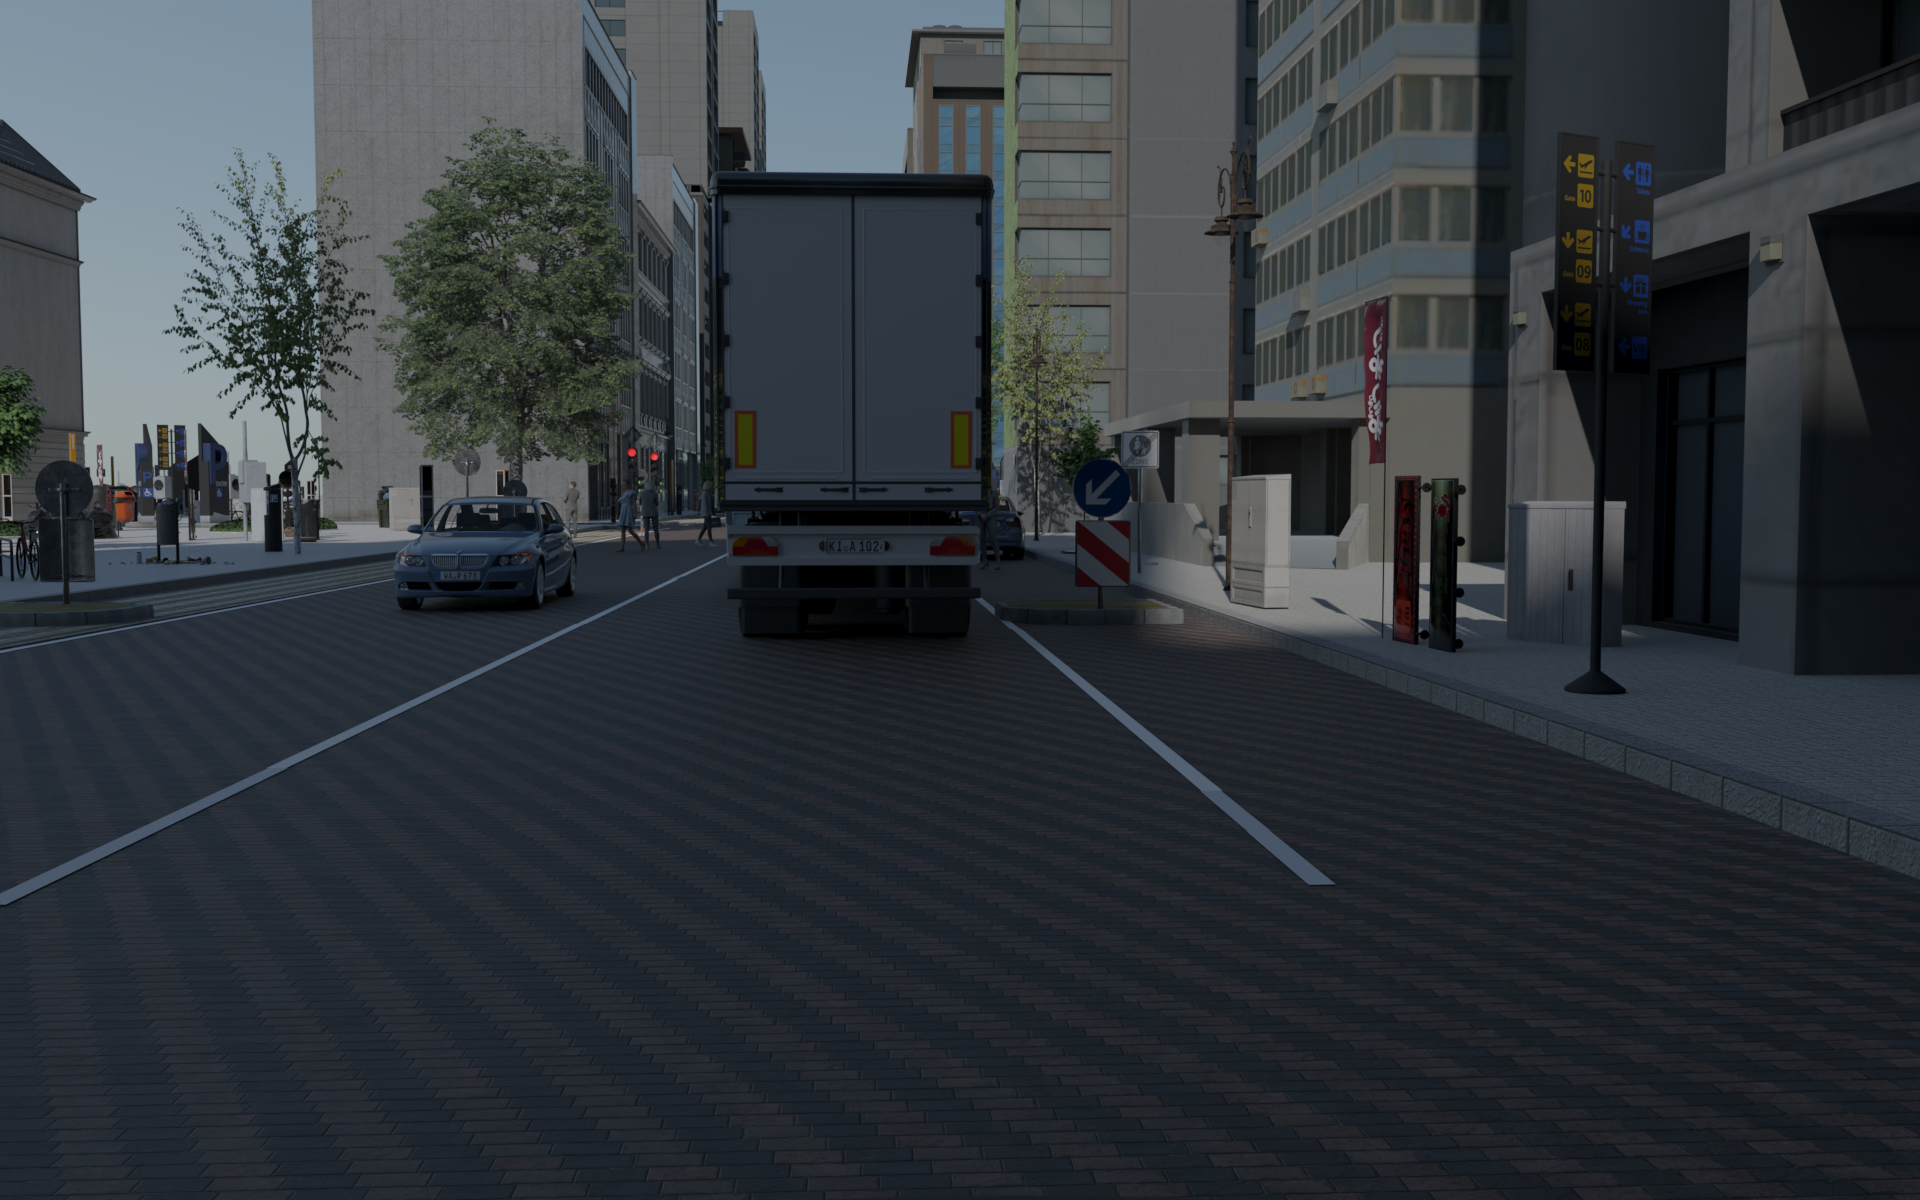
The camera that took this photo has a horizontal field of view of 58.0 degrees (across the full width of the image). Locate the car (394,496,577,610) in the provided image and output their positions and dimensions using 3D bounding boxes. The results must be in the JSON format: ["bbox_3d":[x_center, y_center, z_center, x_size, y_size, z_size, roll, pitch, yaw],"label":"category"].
[{"bbox_3d":[-6.207,-0.676,23.063,2.014,1.417,4.499,0,4,-4],"label":"car"}]

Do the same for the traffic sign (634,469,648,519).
[{"bbox_3d":[-16.163,-5.353,87.628,0.768,2.556,0.104,0,4,-2],"label":"traffic sign"}]

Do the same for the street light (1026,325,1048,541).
[{"bbox_3d":[2.098,-4.565,47.420,0.468,5.910,1.993,0,4,-3],"label":"street light"}]

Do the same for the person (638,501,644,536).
[{"bbox_3d":[-10.849,-2.813,59.175,0.352,1.250,0.332,1,4,22],"label":"person"}]

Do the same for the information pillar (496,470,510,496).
[{"bbox_3d":[-13.926,-2.954,52.783,0.304,2.012,0.304,1,4,16],"label":"information pillar"}]

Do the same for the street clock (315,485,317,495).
[{"bbox_3d":[-53.315,-8.471,143.067,0.358,2.002,0.471,0,4,6],"label":"street clock"}]

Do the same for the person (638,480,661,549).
[{"bbox_3d":[-8.145,-2.246,45.408,0.537,1.800,0.526,0,4,7],"label":"person"}]

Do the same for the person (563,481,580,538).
[{"bbox_3d":[-12.630,-2.920,56.044,0.447,1.846,0.655,3,5,43],"label":"person"}]

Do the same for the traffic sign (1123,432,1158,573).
[{"bbox_3d":[2.908,-1.585,28.046,0.606,2.300,0.079,0,4,-2],"label":"traffic sign"}]

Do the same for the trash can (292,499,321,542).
[{"bbox_3d":[-17.378,-2.107,46.095,0.748,1.137,0.748,0,3,0],"label":"trash can"}]

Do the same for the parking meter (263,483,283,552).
[{"bbox_3d":[-15.294,-1.844,38.554,0.372,1.533,0.369,0,3,0],"label":"parking meter"}]

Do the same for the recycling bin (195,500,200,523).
[{"bbox_3d":[-30.418,-3.517,70.058,0.722,1.027,0.722,1,4,9],"label":"recycling bin"}]

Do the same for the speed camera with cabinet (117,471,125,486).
[{"bbox_3d":[-70.444,-9.256,145.671,0.660,3.252,2.038,-2,4,-33],"label":"speed camera with cabinet"}]

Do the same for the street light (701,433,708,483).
[{"bbox_3d":[-18.988,-9.526,128.535,0.468,5.910,1.993,0,4,-3],"label":"street light"}]

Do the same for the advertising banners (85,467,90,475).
[{"bbox_3d":[-55.594,-7.077,111.900,2.074,3.025,0.090,-1,4,-17],"label":"advertising banners"}]

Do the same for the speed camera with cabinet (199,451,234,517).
[{"bbox_3d":[-34.047,-5.221,79.705,0.660,3.252,2.038,1,4,22],"label":"speed camera with cabinet"}]

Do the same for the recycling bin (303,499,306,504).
[{"bbox_3d":[-37.332,-5.260,98.551,0.722,1.027,0.722,0,4,3],"label":"recycling bin"}]

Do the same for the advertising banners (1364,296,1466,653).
[{"bbox_3d":[3.849,-1.141,14.842,0.090,3.025,2.074,-1,4,-8],"label":"advertising banners"}]

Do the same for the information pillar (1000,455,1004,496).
[{"bbox_3d":[2.529,-6.825,102.938,0.183,3.616,0.504,2,4,26],"label":"information pillar"}]

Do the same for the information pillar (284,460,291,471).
[{"bbox_3d":[-44.435,-7.541,114.651,0.504,3.616,0.183,-3,4,-36],"label":"information pillar"}]

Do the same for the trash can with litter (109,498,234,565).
[{"bbox_3d":[-14.369,-1.269,31.810,2.233,1.210,1.678,2,4,26],"label":"trash can with litter"}]

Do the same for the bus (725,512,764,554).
[{"bbox_3d":[-2.647,-2.343,33.166,2.948,3.499,13.247,0,4,-3],"label":"bus"}]

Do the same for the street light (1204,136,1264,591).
[{"bbox_3d":[3.586,-3.063,22.869,0.468,5.910,1.993,0,4,-3],"label":"street light"}]

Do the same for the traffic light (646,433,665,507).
[{"bbox_3d":[-13.911,-5.521,79.189,0.839,4.253,0.868,0,4,-3],"label":"traffic light"}]

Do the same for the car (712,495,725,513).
[{"bbox_3d":[-15.951,-6.333,115.548,2.014,1.417,4.499,0,4,-5],"label":"car"}]

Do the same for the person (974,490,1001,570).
[{"bbox_3d":[0.511,-1.479,32.963,0.520,1.790,0.573,0,4,-1],"label":"person"}]

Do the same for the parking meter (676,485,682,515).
[{"bbox_3d":[-17.211,-6.140,106.097,0.255,1.863,0.399,-2,4,-26],"label":"parking meter"}]

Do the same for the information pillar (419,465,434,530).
[{"bbox_3d":[-13.360,-2.380,43.402,0.304,2.012,0.304,-2,4,-25],"label":"information pillar"}]

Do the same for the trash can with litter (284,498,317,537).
[{"bbox_3d":[-19.649,-2.457,51.554,1.055,1.170,0.624,-1,4,-16],"label":"trash can with litter"}]

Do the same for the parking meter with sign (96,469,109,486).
[{"bbox_3d":[-59.493,-7.597,120.469,0.543,3.016,1.738,-1,4,-12],"label":"parking meter with sign"}]

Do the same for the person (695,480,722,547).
[{"bbox_3d":[-6.887,-2.365,47.350,0.728,1.800,0.709,1,4,14],"label":"person"}]

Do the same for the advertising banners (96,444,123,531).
[{"bbox_3d":[-29.839,-3.948,60.736,2.074,3.025,0.090,3,5,44],"label":"advertising banners"}]

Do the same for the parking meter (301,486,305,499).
[{"bbox_3d":[-50.115,-7.712,131.796,0.399,1.863,0.255,1,4,10],"label":"parking meter"}]

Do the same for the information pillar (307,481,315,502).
[{"bbox_3d":[-35.279,-5.484,94.154,0.304,2.012,0.304,1,4,19],"label":"information pillar"}]

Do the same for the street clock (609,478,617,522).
[{"bbox_3d":[-15.666,-4.505,78.222,0.358,2.002,0.471,-1,4,-17],"label":"street clock"}]

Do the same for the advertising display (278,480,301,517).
[{"bbox_3d":[-30.634,-4.523,79.168,0.974,1.923,0.123,0,4,-4],"label":"advertising display"}]

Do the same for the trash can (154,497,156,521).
[{"bbox_3d":[-36.772,-4.080,78.368,0.748,1.137,0.748,0,3,0],"label":"trash can"}]

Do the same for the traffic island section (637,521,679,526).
[{"bbox_3d":[-13.952,-3.489,79.321,2.009,0.180,2.903,0,4,-3],"label":"traffic island section"}]

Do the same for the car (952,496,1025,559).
[{"bbox_3d":[0.469,-1.673,39.349,2.014,1.417,4.499,0,4,-3],"label":"car"}]

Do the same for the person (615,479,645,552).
[{"bbox_3d":[-8.198,-2.092,42.797,0.778,1.811,0.616,-3,4,-38],"label":"person"}]

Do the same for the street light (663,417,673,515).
[{"bbox_3d":[-17.563,-8.039,104.223,0.468,5.910,1.993,0,4,-3],"label":"street light"}]

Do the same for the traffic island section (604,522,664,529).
[{"bbox_3d":[-13.462,-3.001,71.351,2.009,0.180,2.903,0,4,-3],"label":"traffic island section"}]

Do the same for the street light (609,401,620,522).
[{"bbox_3d":[-15.927,-6.538,79.686,0.468,5.910,1.993,0,4,-3],"label":"street light"}]

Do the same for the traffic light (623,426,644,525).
[{"bbox_3d":[-13.422,-5.034,71.219,0.839,4.253,0.868,0,4,-3],"label":"traffic light"}]

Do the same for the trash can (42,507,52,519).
[{"bbox_3d":[-40.998,-4.060,78.033,0.748,1.137,0.748,0,3,0],"label":"trash can"}]

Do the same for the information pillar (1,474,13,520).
[{"bbox_3d":[-34.635,-3.576,62.954,0.304,2.012,0.304,-2,4,-35],"label":"information pillar"}]

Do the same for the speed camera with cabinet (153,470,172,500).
[{"bbox_3d":[-40.855,-5.690,87.374,2.038,3.252,0.660,1,4,12],"label":"speed camera with cabinet"}]

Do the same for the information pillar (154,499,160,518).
[{"bbox_3d":[-41.821,-5.232,90.032,0.304,2.012,0.304,0,3,0],"label":"information pillar"}]

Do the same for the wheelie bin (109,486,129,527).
[{"bbox_3d":[-32.602,-3.625,67.182,0.980,1.594,0.693,-1,4,-18],"label":"wheelie bin"}]

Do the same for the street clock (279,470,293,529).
[{"bbox_3d":[-20.627,-2.971,53.152,0.471,2.002,0.358,-1,4,-11],"label":"street clock"}]

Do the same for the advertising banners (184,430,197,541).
[{"bbox_3d":[-21.307,-3.163,47.904,0.090,3.025,2.074,-1,4,-18],"label":"advertising banners"}]

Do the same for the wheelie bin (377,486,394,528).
[{"bbox_3d":[-21.743,-3.543,65.841,0.980,1.594,0.693,2,4,33],"label":"wheelie bin"}]

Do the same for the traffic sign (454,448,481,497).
[{"bbox_3d":[-13.744,-2.949,48.319,0.768,2.556,0.104,0,4,3],"label":"traffic sign"}]

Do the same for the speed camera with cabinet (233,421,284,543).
[{"bbox_3d":[-18.777,-3.191,46.504,0.660,3.252,2.038,-3,4,-38],"label":"speed camera with cabinet"}]
